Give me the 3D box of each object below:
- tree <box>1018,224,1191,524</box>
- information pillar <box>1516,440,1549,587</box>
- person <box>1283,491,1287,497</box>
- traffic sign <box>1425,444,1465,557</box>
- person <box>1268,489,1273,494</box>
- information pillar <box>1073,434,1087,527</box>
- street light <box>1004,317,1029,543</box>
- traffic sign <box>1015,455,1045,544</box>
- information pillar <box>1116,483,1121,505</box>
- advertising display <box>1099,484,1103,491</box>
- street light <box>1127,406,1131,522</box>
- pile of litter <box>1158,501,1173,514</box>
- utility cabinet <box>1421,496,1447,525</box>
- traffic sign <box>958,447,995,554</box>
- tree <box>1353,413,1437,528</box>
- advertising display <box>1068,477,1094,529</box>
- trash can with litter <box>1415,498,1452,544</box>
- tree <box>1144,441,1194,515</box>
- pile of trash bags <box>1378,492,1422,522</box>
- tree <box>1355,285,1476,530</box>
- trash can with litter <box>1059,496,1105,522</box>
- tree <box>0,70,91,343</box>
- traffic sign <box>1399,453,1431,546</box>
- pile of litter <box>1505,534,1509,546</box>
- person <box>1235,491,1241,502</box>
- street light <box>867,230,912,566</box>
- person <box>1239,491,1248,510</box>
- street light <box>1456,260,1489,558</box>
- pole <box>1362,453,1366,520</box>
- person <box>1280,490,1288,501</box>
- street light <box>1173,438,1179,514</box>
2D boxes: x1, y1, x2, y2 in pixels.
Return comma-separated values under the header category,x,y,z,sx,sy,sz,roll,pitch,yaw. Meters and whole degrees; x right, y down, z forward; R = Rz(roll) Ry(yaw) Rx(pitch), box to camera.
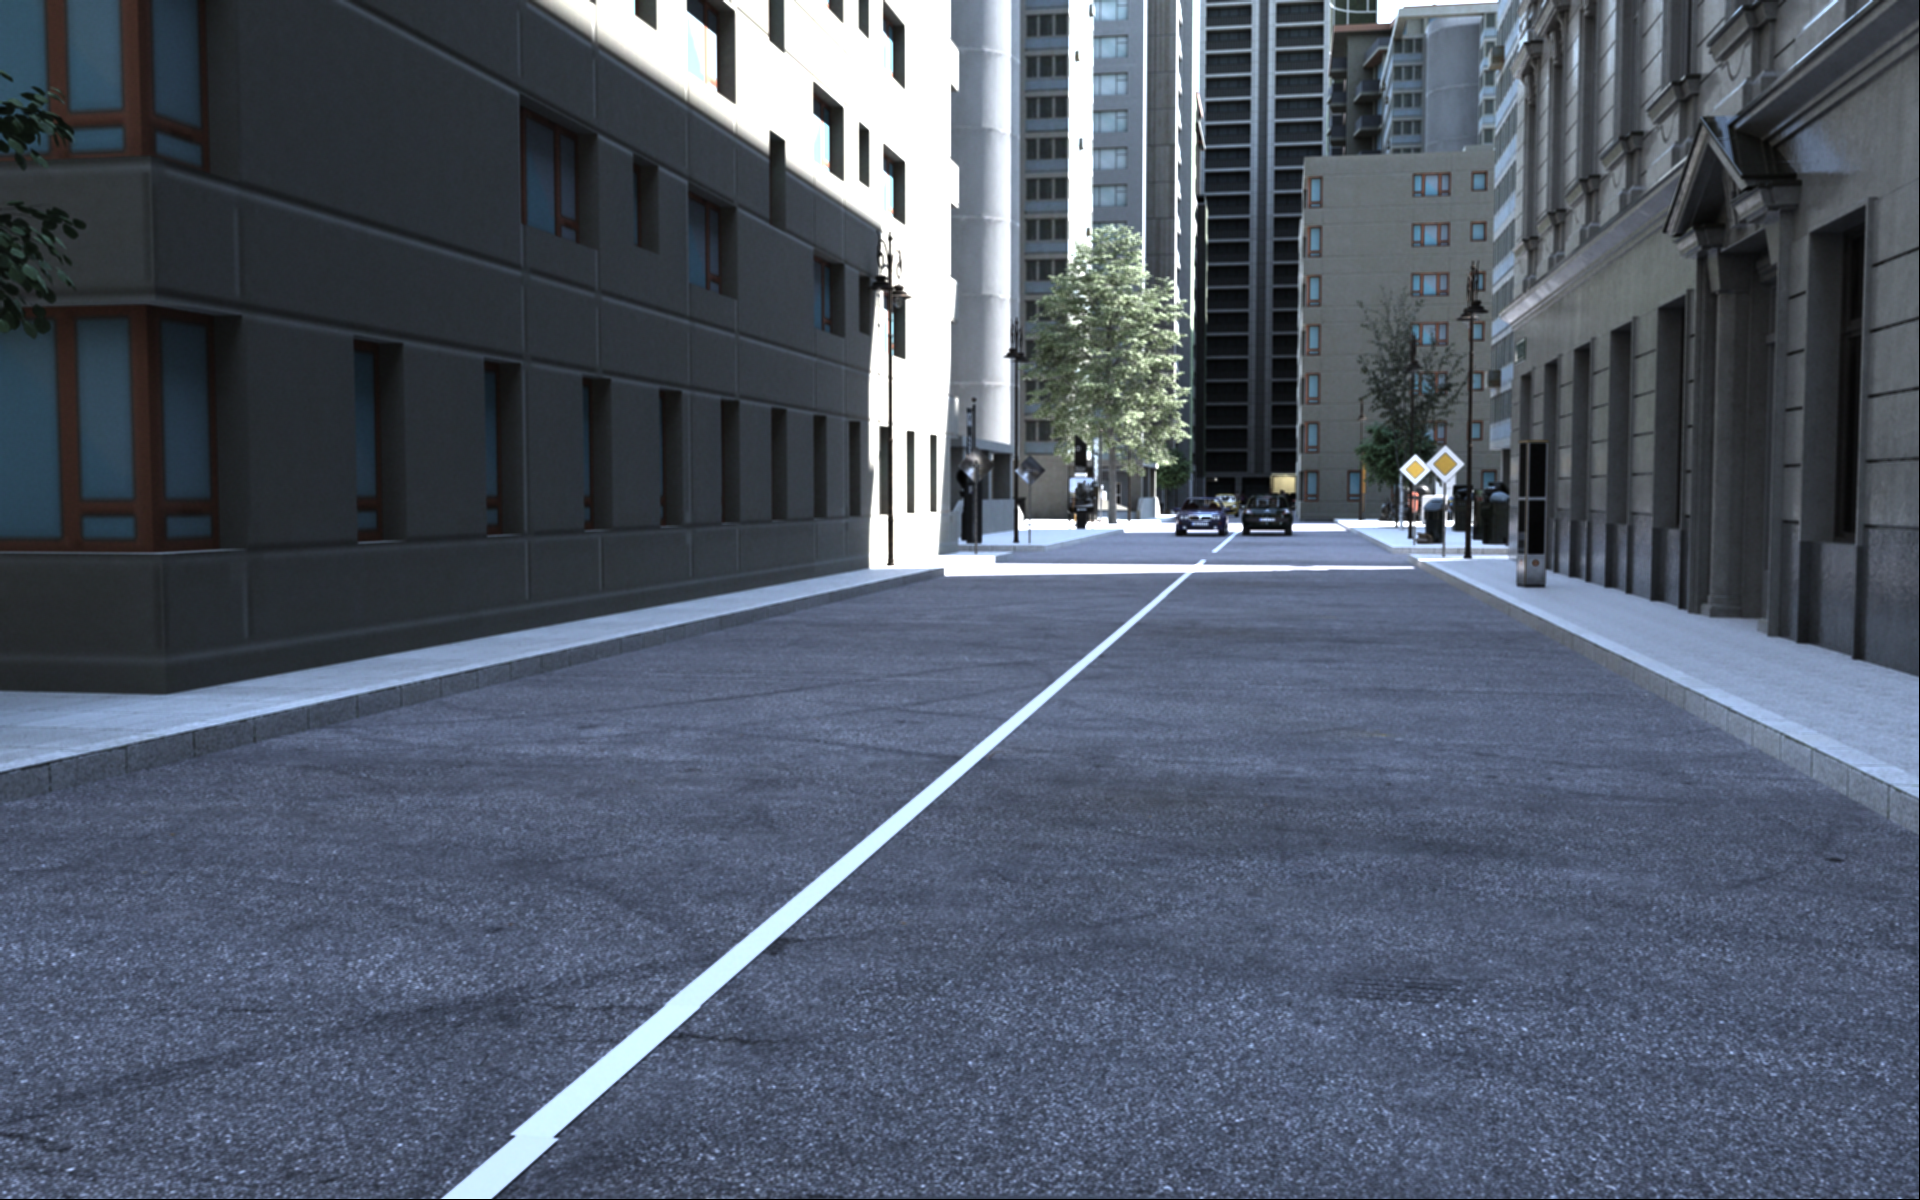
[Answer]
category,x,y,z,sx,sy,sz,roll,pitch,yaw
tree,6.107,-9.513,73.663,7.486,12.596,7.792,0,3,0
information pillar,7.894,-1.186,23.887,0.304,2.012,0.304,0,4,-5
person,26.040,-7.948,139.376,0.541,1.710,0.530,1,4,23
traffic sign,9.824,-1.926,35.126,0.795,2.450,0.064,1,4,10
person,23.729,-7.583,132.446,1.348,1.831,0.705,2,4,26
information pillar,4.709,-4.672,67.735,0.504,3.616,0.183,2,4,24
street light,1.481,-4.446,45.479,0.468,5.910,1.993,1,4,10
traffic sign,1.804,-2.514,44.752,0.795,2.450,0.064,1,4,10
information pillar,10.660,-6.853,116.534,0.304,2.012,0.304,0,4,2
advertising display,9.399,-6.758,115.701,0.123,1.923,0.974,1,4,18
street light,7.755,-6.509,79.211,0.468,5.910,1.993,1,4,10
pile of litter,13.046,-5.933,110.973,1.719,0.858,1.176,-3,4,-36
utility cabinet,19.783,-3.737,72.268,1.020,1.237,0.306,3,5,43
traffic sign,0.346,-2.034,36.901,0.795,2.450,0.064,1,4,10
tree,16.900,-5.092,66.962,4.285,4.588,4.351,0,3,0
advertising display,4.462,-3.584,63.811,0.974,1.923,0.123,0,4,-7
trash can with litter,12.217,-2.040,44.749,0.624,1.170,1.055,3,4,39
tree,12.847,-7.586,107.739,4.285,4.588,4.351,0,3,0
pile of trash bags,20.589,-4.296,79.999,1.912,1.369,3.447,0,4,0
tree,15.653,-6.750,60.731,4.360,8.622,3.978,0,3,0
trash can with litter,5.660,-4.163,79.117,2.233,1.210,1.678,1,4,14
tree,-6.203,-1.503,8.287,4.285,4.588,4.351,0,3,0
traffic sign,11.283,-2.406,42.978,0.795,2.450,0.064,1,4,10
pile of litter,14.231,-1.758,42.711,1.719,0.858,1.176,0,4,-2
person,28.707,-10.435,179.823,1.217,1.736,0.721,3,4,36
street light,-1.229,-3.536,30.605,0.468,5.910,1.993,1,4,10
person,26.236,-9.254,160.492,0.721,1.739,1.217,-2,4,-35
street light,10.152,-3.771,34.444,0.468,5.910,1.993,1,4,10
pole,19.965,-5.611,85.583,0.158,3.312,0.155,0,3,0
person,23.199,-7.101,125.321,1.217,1.735,0.721,-1,4,-20
street light,14.186,-8.605,113.482,0.468,5.910,1.993,1,4,10
